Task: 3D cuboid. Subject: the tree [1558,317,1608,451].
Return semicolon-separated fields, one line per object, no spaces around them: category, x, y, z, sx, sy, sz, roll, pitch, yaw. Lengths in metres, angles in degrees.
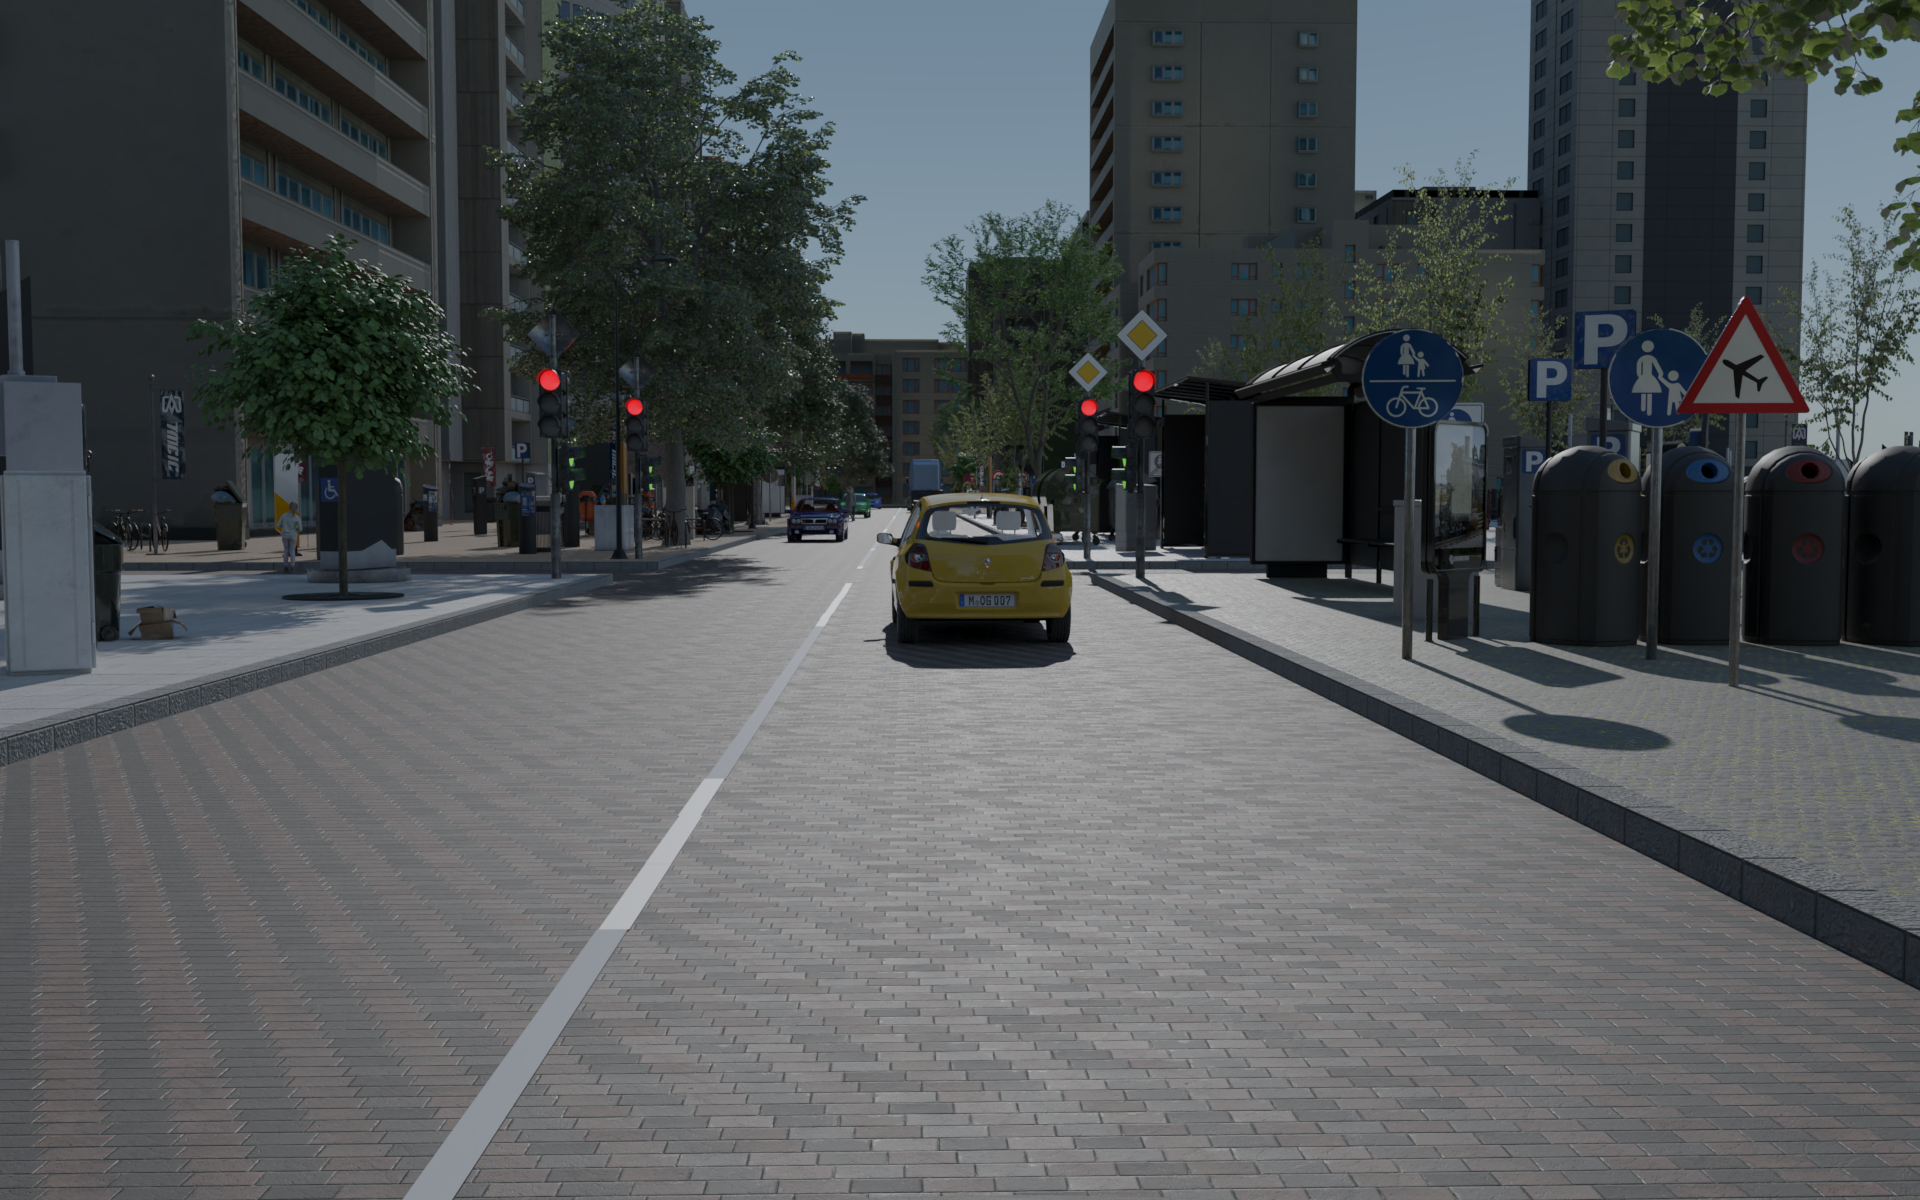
tree;22.601;-7.131;66.952;4.360;8.622;3.978;0;3;0

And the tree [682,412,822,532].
tree;-7.773;-4.579;58.583;4.285;4.588;4.351;0;3;0

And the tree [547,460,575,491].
tree;-18.369;-5.203;79.669;1.663;3.219;1.824;0;3;0

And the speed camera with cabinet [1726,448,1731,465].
speed camera with cabinet;35.548;-5.233;79.895;0.660;3.252;2.038;3;5;44

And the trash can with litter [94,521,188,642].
trash can with litter;-7.407;-0.238;15.283;1.055;1.170;0.624;-1;4;-23

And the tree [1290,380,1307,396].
tree;19.342;-9.195;100.705;4.360;8.622;3.978;0;3;0

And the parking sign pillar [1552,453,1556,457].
parking sign pillar;36.250;-7.181;105.881;1.447;3.967;1.447;0;4;8

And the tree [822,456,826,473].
tree;-9.525;-7.249;102.229;4.285;4.588;4.351;0;3;0

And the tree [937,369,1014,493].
tree;1.625;-9.268;101.900;4.360;8.622;3.978;0;3;0

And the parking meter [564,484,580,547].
parking meter;-9.390;-2.048;41.892;0.372;1.533;0.369;0;3;0

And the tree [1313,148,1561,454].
tree;10.184;-5.337;37.622;4.360;8.622;3.978;0;3;0

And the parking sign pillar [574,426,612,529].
parking sign pillar;-13.649;-4.646;64.434;1.447;3.967;1.447;-2;4;-25

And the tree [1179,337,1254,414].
tree;12.311;-7.960;80.502;4.360;8.622;3.978;0;3;0

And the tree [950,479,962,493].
tree;-0.221;-11.749;186.691;1.663;3.219;1.824;0;3;0

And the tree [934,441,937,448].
tree;0.023;-12.689;157.830;4.360;8.622;3.978;0;3;0

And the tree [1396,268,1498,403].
tree;15.171;-6.444;55.715;4.737;8.622;4.395;0;3;0

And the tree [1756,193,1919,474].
tree;22.007;-5.658;42.868;4.360;8.622;3.978;0;3;0

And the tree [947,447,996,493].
tree;0.829;-8.136;116.737;4.285;4.588;4.351;0;3;0

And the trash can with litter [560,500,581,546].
trash can with litter;-9.789;-1.934;43.000;0.624;1.170;1.055;-2;4;-27

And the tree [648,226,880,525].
tree;-8.612;-9.475;71.924;9.611;12.733;9.660;0;3;0

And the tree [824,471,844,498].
tree;-11.406;-9.735;153.774;1.663;3.219;1.824;0;3;0

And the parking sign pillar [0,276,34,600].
parking sign pillar;-12.122;-2.010;21.329;1.447;3.967;1.447;-2;4;-30

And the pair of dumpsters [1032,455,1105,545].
pair of dumpsters;2.821;-2.616;45.263;1.574;2.255;4.437;0;4;-2

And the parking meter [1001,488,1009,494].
parking meter;1.988;-4.152;76.298;0.372;1.533;0.369;0;3;0

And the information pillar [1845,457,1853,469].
information pillar;54.098;-6.977;105.433;0.504;3.616;0.183;3;4;37

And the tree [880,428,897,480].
tree;-11.080;-15.587;171.848;9.611;12.733;9.660;0;3;0

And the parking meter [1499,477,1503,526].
parking meter;15.871;-2.722;50.218;0.399;1.863;0.255;0;4;-4

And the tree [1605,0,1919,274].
tree;4.497;-5.338;5.407;7.486;12.596;7.792;0;3;0

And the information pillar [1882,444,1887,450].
information pillar;43.124;-5.463;80.670;0.183;3.616;0.504;-2;4;-34

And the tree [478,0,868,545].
tree;-7.165;-8.352;43.210;9.857;13.997;8.962;0;3;0

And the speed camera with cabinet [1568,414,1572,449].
speed camera with cabinet;14.967;-2.921;42.099;0.660;3.252;2.038;1;4;22

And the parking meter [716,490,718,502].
parking meter;-13.573;-5.461;97.705;0.372;1.533;0.369;0;3;0

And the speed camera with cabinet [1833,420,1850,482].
speed camera with cabinet;23.857;-3.177;46.278;2.038;3.252;0.660;-1;4;-16

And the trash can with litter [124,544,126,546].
trash can with litter;-21.646;-1.942;42.806;2.233;1.210;1.678;2;4;23

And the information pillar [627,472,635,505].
information pillar;-10.746;-3.216;57.073;0.304;2.012;0.304;-2;4;-34

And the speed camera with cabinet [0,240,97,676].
speed camera with cabinet;-6.907;-1.147;13.084;0.660;3.252;2.038;-2;4;-28

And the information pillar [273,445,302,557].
information pillar;-13.817;-2.702;35.528;0.504;3.616;0.183;-3;5;-44

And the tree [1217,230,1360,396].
tree;9.360;-6.036;49.051;4.737;8.622;4.395;0;3;0

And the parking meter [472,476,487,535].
parking meter;-15.217;-3.006;54.862;0.399;1.863;0.255;-3;5;-41

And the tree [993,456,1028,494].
tree;2.738;-5.778;89.068;1.663;3.219;1.824;0;3;0

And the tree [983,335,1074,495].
tree;2.881;-7.870;79.035;4.737;8.622;4.395;0;3;0

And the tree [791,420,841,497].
tree;-10.304;-10.563;123.072;4.737;8.622;4.395;0;3;0

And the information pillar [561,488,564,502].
information pillar;-16.765;-4.232;73.691;0.304;2.012;0.304;1;4;14

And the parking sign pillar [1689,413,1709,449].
parking sign pillar;21.833;-3.835;51.180;1.447;3.967;1.447;2;4;26

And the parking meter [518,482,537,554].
parking meter;-9.241;-1.748;36.996;0.372;1.533;0.369;0;3;0

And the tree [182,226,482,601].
tree;-7.556;-2.300;21.320;4.285;4.588;4.351;0;3;0

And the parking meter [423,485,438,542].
parking meter;-14.336;-2.354;46.902;0.372;1.533;0.369;0;3;0

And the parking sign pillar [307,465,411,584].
parking sign pillar;-8.853;-2.260;25.417;1.447;3.967;1.447;1;4;15

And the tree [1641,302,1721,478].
tree;28.105;-7.166;67.534;4.360;8.622;3.978;0;3;0

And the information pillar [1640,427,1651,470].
information pillar;14.246;-2.713;35.720;0.183;3.616;0.504;1;4;9

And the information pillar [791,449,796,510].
information pillar;-7.916;-5.569;82.399;0.183;3.616;0.504;-1;4;-21

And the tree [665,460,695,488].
tree;-13.860;-5.554;85.412;1.663;3.219;1.824;0;3;0

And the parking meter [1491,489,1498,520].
parking meter;26.545;-4.744;85.967;0.372;1.533;0.369;0;3;0

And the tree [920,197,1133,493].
tree;2.679;-8.351;62.294;9.928;11.665;9.643;0;3;0
